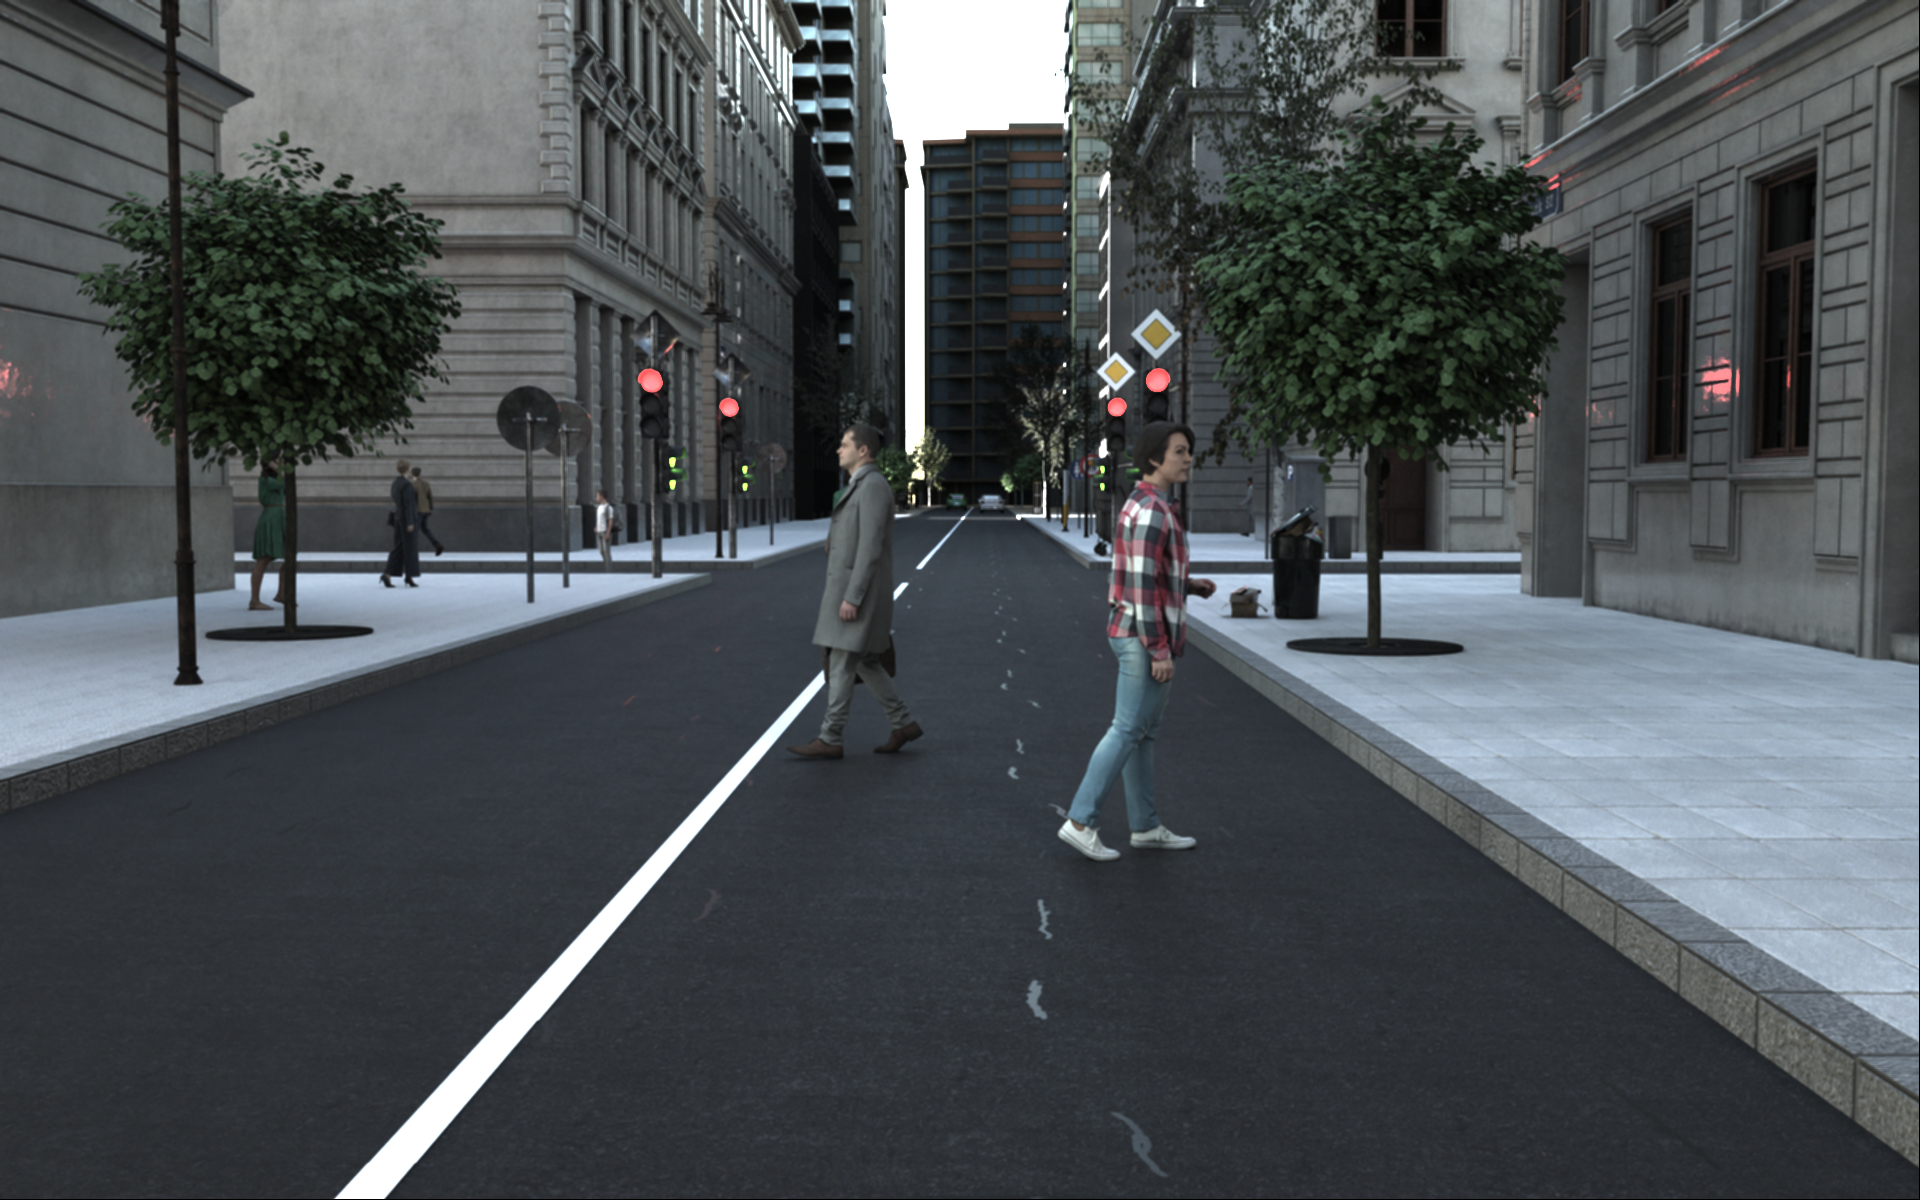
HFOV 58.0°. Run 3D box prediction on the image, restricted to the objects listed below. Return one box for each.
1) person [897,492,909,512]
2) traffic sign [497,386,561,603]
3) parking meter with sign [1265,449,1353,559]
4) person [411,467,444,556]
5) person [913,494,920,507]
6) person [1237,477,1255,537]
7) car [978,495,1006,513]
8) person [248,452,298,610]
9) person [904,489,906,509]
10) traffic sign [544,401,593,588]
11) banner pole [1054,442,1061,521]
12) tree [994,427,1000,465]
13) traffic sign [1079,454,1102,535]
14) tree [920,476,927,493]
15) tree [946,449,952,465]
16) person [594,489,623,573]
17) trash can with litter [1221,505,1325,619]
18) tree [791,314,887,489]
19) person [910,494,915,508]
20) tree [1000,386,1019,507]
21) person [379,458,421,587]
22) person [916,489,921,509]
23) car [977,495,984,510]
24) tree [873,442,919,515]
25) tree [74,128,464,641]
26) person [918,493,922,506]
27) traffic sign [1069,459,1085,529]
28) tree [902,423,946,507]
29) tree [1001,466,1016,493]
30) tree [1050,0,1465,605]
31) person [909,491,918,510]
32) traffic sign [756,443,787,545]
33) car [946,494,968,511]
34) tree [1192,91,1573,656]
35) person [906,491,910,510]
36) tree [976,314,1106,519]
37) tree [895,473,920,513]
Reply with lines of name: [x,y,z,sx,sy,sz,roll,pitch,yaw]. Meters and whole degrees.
person: [-4.167,-7.376,127.176,0.617,1.759,0.750,3,4,37]
traffic sign: [-5.073,-1.241,20.393,0.768,2.556,0.104,0,4,2]
parking meter with sign: [6.839,-2.314,34.097,1.738,3.016,0.543,-1,4,-11]
person: [-11.107,-1.824,35.769,0.836,1.842,0.656,-1,4,-10]
person: [-4.448,-10.279,174.039,1.348,1.831,0.705,-3,5,-44]
person: [8.794,-2.797,52.048,0.850,1.792,0.678,2,4,30]
car: [2.432,-7.268,131.196,2.083,1.381,4.827,0,4,1]
person: [-7.656,-0.794,19.269,0.529,1.795,0.600,-1,4,-22]
person: [-4.666,-8.714,148.509,0.705,1.826,1.348,0,4,0]
traffic sign: [-5.412,-1.444,23.718,0.768,2.556,0.104,0,4,1]
banner pole: [4.719,-5.716,83.476,0.401,3.779,0.863,0,4,4]
tree: [5.186,-12.168,149.312,4.360,8.622,3.978,0,3,0]
traffic sign: [4.137,-3.329,54.539,0.768,2.556,0.104,0,4,2]
tree: [-3.995,-9.852,155.686,1.663,3.219,1.824,0,3,0]
tree: [-3.113,-14.190,182.376,4.737,8.622,4.395,0,3,0]
person: [-5.966,-1.109,29.225,0.503,1.515,0.523,1,4,21]
trash can with litter: [3.239,-0.399,17.913,1.055,1.170,0.624,1,4,12]
tree: [-4.729,-7.328,70.171,4.360,8.622,3.978,0,3,0]
person: [-4.513,-9.567,163.252,1.217,1.735,0.721,3,5,40]
tree: [5.104,-9.044,98.229,4.360,8.622,3.978,0,3,0]
person: [-7.669,-1.062,23.828,0.576,1.772,0.534,1,4,23]
person: [-3.707,-8.995,153.789,0.721,1.739,1.217,-1,4,-19]
car: [2.679,-9.141,161.822,2.083,1.381,4.827,0,4,-1]
tree: [-4.178,-7.633,108.509,4.285,4.588,4.351,0,3,0]
tree: [-6.156,-1.951,15.613,4.285,4.588,4.351,0,3,0]
person: [-4.312,-10.955,186.069,0.530,1.710,0.541,0,4,2]
traffic sign: [4.403,-3.902,63.908,0.768,2.556,0.104,0,4,7]
tree: [-4.017,-13.858,176.939,4.737,8.622,4.395,0,3,0]
tree: [5.314,-8.346,120.175,4.285,4.588,4.351,0,3,0]
tree: [3.452,-4.248,19.817,4.360,8.622,3.978,0,3,0]
person: [-4.002,-8.310,142.428,1.217,1.766,0.721,-1,4,-12]
traffic sign: [-4.729,-2.650,43.440,0.768,2.556,0.104,0,4,5]
car: [-0.282,-8.751,151.869,1.959,1.807,4.718,0,4,0]
tree: [3.486,-1.874,14.359,4.285,4.588,4.351,0,3,0]
person: [-4.179,-7.984,136.589,0.705,1.822,1.348,1,4,9]
tree: [4.289,-9.536,90.326,7.601,10.594,8.767,0,4,3]
tree: [-4.089,-7.477,116.858,1.663,3.219,1.824,0,3,0]
